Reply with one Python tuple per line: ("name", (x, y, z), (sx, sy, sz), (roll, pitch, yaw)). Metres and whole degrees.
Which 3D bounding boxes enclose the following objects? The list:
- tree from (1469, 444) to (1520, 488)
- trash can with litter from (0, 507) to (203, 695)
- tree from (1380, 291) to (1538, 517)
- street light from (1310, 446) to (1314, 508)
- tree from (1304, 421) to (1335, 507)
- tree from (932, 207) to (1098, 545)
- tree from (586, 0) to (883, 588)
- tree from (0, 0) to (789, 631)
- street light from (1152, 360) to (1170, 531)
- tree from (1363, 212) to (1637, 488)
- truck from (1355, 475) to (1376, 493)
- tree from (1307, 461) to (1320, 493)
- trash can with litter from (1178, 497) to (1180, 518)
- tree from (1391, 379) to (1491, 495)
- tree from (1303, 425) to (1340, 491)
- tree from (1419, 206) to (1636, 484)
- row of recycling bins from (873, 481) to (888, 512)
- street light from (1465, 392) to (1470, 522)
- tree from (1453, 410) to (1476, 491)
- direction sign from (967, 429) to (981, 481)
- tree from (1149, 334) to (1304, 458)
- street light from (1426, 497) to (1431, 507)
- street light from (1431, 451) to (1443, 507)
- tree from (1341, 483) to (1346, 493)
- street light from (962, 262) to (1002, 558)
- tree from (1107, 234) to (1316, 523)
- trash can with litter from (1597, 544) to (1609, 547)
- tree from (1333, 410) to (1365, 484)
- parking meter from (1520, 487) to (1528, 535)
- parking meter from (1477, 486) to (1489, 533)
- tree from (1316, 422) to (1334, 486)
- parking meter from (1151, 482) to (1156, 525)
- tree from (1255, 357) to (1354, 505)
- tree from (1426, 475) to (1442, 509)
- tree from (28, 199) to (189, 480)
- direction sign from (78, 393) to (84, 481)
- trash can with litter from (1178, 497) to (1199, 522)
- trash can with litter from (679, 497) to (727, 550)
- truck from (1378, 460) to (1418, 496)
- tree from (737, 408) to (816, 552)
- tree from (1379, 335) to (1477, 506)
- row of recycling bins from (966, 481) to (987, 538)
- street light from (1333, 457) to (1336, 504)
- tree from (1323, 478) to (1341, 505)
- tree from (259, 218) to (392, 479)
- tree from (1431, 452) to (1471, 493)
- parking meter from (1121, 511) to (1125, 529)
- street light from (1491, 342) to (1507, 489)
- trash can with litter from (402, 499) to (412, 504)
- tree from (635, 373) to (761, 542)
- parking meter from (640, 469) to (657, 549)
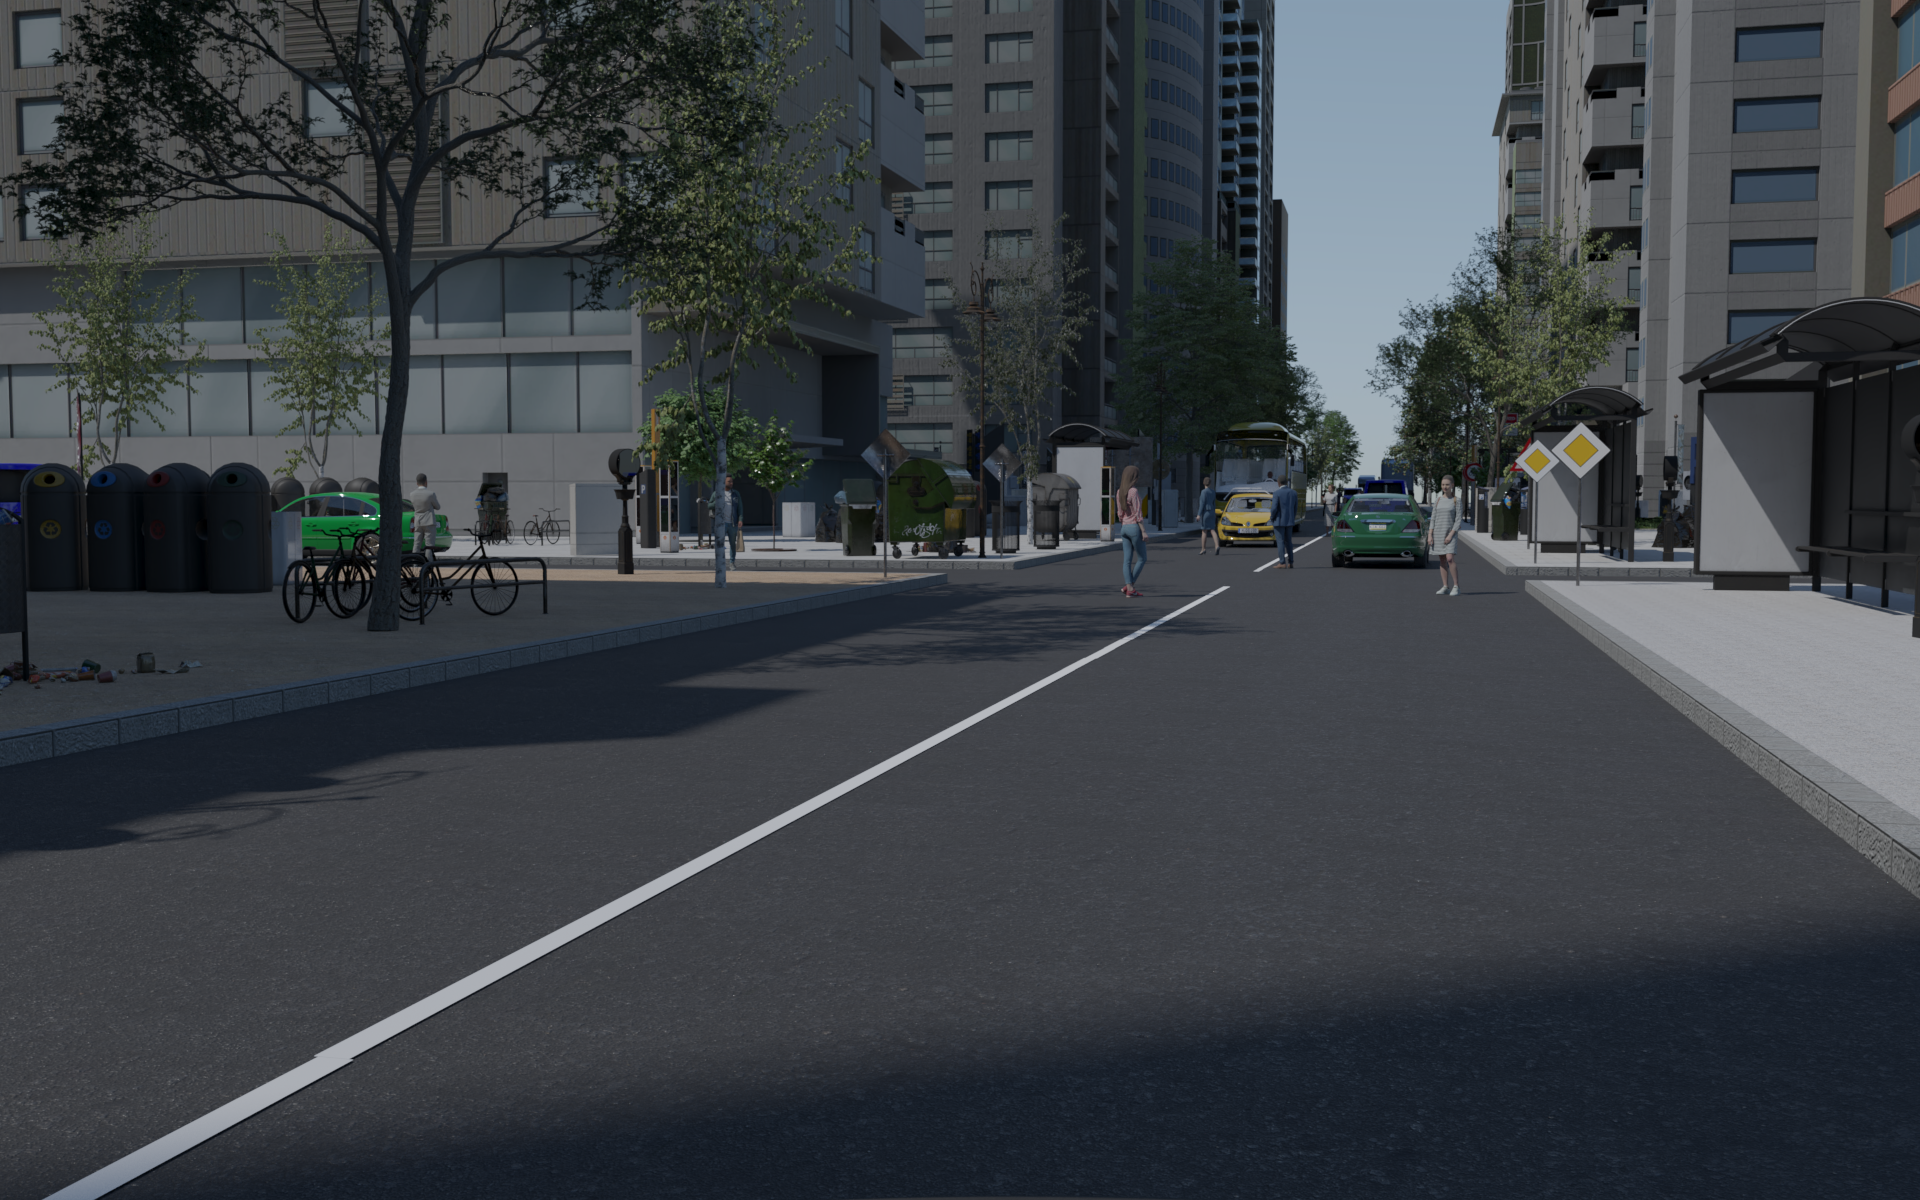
("tree", (20.035, -4.346, 65.659), (1.663, 3.219, 1.824), (0, 3, 0))
("trash can with litter", (-6.227, -0.050, 11.870), (1.678, 1.210, 2.233), (3, 5, 41))
("tree", (28.251, -10.960, 96.212), (9.611, 12.733, 9.660), (0, 3, 0))
("street light", (32.750, -11.513, 161.020), (0.468, 5.910, 1.993), (1, 4, 14))
("tree", (35.741, -13.695, 174.270), (4.360, 8.622, 3.978), (0, 3, 0))
("tree", (1.555, -5.709, 43.700), (4.360, 8.622, 3.978), (0, 3, 0))
("tree", (-3.213, -4.487, 23.731), (4.737, 8.622, 4.395), (0, 3, 0))
("tree", (-5.073, -4.987, 15.955), (7.601, 10.594, 8.767), (0, 4, -4))
("street light", (6.969, -5.341, 60.111), (0.468, 5.910, 1.993), (1, 4, 14))
("tree", (17.889, -7.577, 58.295), (8.767, 10.594, 7.601), (0, 4, 4))
("truck", (59.377, -15.999, 251.346), (2.967, 4.110, 18.799), (1, 4, 16))
("tree", (28.352, -9.868, 145.052), (4.285, 4.588, 4.351), (0, 3, 0))
("trash can with litter", (11.246, -4.913, 91.718), (0.624, 1.170, 1.055), (-1, 4, -12))
("tree", (45.706, -15.485, 163.547), (12.009, 13.543, 11.850), (0, 3, 0))
("tree", (37.595, -14.151, 181.731), (4.737, 8.622, 4.395), (0, 3, 0))
("tree", (15.165, -5.757, 44.497), (4.737, 8.622, 4.395), (0, 3, 0))
("row of recycling bins", (-2.322, -2.840, 53.551), (1.069, 1.692, 3.534), (-3, 5, -40))
("street light", (22.880, -6.445, 78.158), (0.468, 5.910, 1.993), (1, 4, 14))
("tree", (38.917, -11.328, 135.573), (4.360, 8.622, 3.978), (0, 3, 0))
("direction sign", (0.481, -4.198, 60.633), (0.379, 3.537, 0.876), (-2, 4, -32))
("tree", (14.527, -9.707, 93.115), (8.767, 10.594, 7.601), (-1, 4, -21))
("street light", (48.403, -12.539, 177.795), (0.468, 5.910, 1.993), (1, 4, 14))
("street light", (41.820, -10.959, 151.968), (0.468, 5.910, 1.993), (1, 4, 14))
("tree", (55.274, -15.747, 252.067), (1.663, 3.219, 1.824), (0, 3, 0))
("street light", (0.447, -3.784, 34.655), (0.468, 5.910, 1.993), (1, 4, 14))
("tree", (10.521, -9.659, 76.059), (7.486, 12.596, 7.792), (0, 3, 0))
("trash can with litter", (15.793, -1.888, 42.250), (0.624, 1.170, 1.055), (2, 4, 35))
("tree", (50.595, -19.250, 232.857), (7.486, 12.596, 7.792), (0, 3, 0))
("parking meter", (17.794, -2.811, 54.376), (0.372, 1.533, 0.369), (0, 3, 0))
("parking meter", (17.240, -2.977, 57.084), (0.372, 1.533, 0.369), (0, 3, 0))
("tree", (17.302, -11.323, 103.257), (7.486, 12.596, 7.792), (0, 3, 0))
("parking meter", (8.078, -4.006, 71.204), (0.255, 1.863, 0.399), (-2, 4, -32))
("tree", (23.700, -12.415, 128.747), (9.928, 11.665, 9.643), (0, 3, 0))
("tree", (40.656, -9.378, 147.927), (1.663, 3.219, 1.824), (0, 3, 0))
("tree", (-20.676, -5.627, 42.357), (4.737, 8.622, 4.395), (0, 3, 0))
("direction sign", (-19.810, -2.879, 39.062), (0.379, 3.537, 0.876), (-2, 4, -26))
("trash can with litter", (10.517, -4.194, 79.626), (1.678, 1.210, 2.233), (0, 4, 6))
("trash can with litter", (-6.243, -1.793, 40.368), (1.678, 1.210, 2.233), (1, 4, 21))
("truck", (31.363, -8.264, 124.870), (2.967, 4.110, 18.799), (1, 4, 15))
("tree", (-4.048, -2.708, 38.871), (1.663, 3.219, 1.824), (0, 3, 0))
("tree", (52.507, -20.300, 187.799), (12.611, 20.169, 13.585), (0, 3, 0))
("row of recycling bins", (0.152, -2.749, 52.063), (1.069, 1.692, 3.534), (1, 4, 9))
("street light", (46.639, -14.832, 215.292), (0.468, 5.910, 1.993), (1, 4, 14))
("tree", (44.785, -13.158, 209.733), (1.663, 3.219, 1.824), (0, 3, 0))
("tree", (-17.135, -5.883, 46.552), (4.737, 8.622, 4.395), (0, 3, 0))
("tree", (30.805, -7.568, 107.450), (4.285, 4.588, 4.351), (0, 3, 0))
("parking meter", (6.039, -3.322, 62.729), (0.372, 1.533, 0.369), (0, 3, 0))
("street light", (16.382, -4.884, 52.649), (0.468, 5.910, 1.993), (1, 4, 14))
("trash can with litter", (-12.842, -1.735, 39.749), (0.624, 1.170, 1.055), (0, 4, -3))
("tree", (-7.053, -3.862, 46.864), (4.285, 4.588, 4.351), (0, 3, 0))
("parking meter", (-7.365, -2.151, 40.874), (0.255, 1.863, 0.399), (-3, 5, -39))
